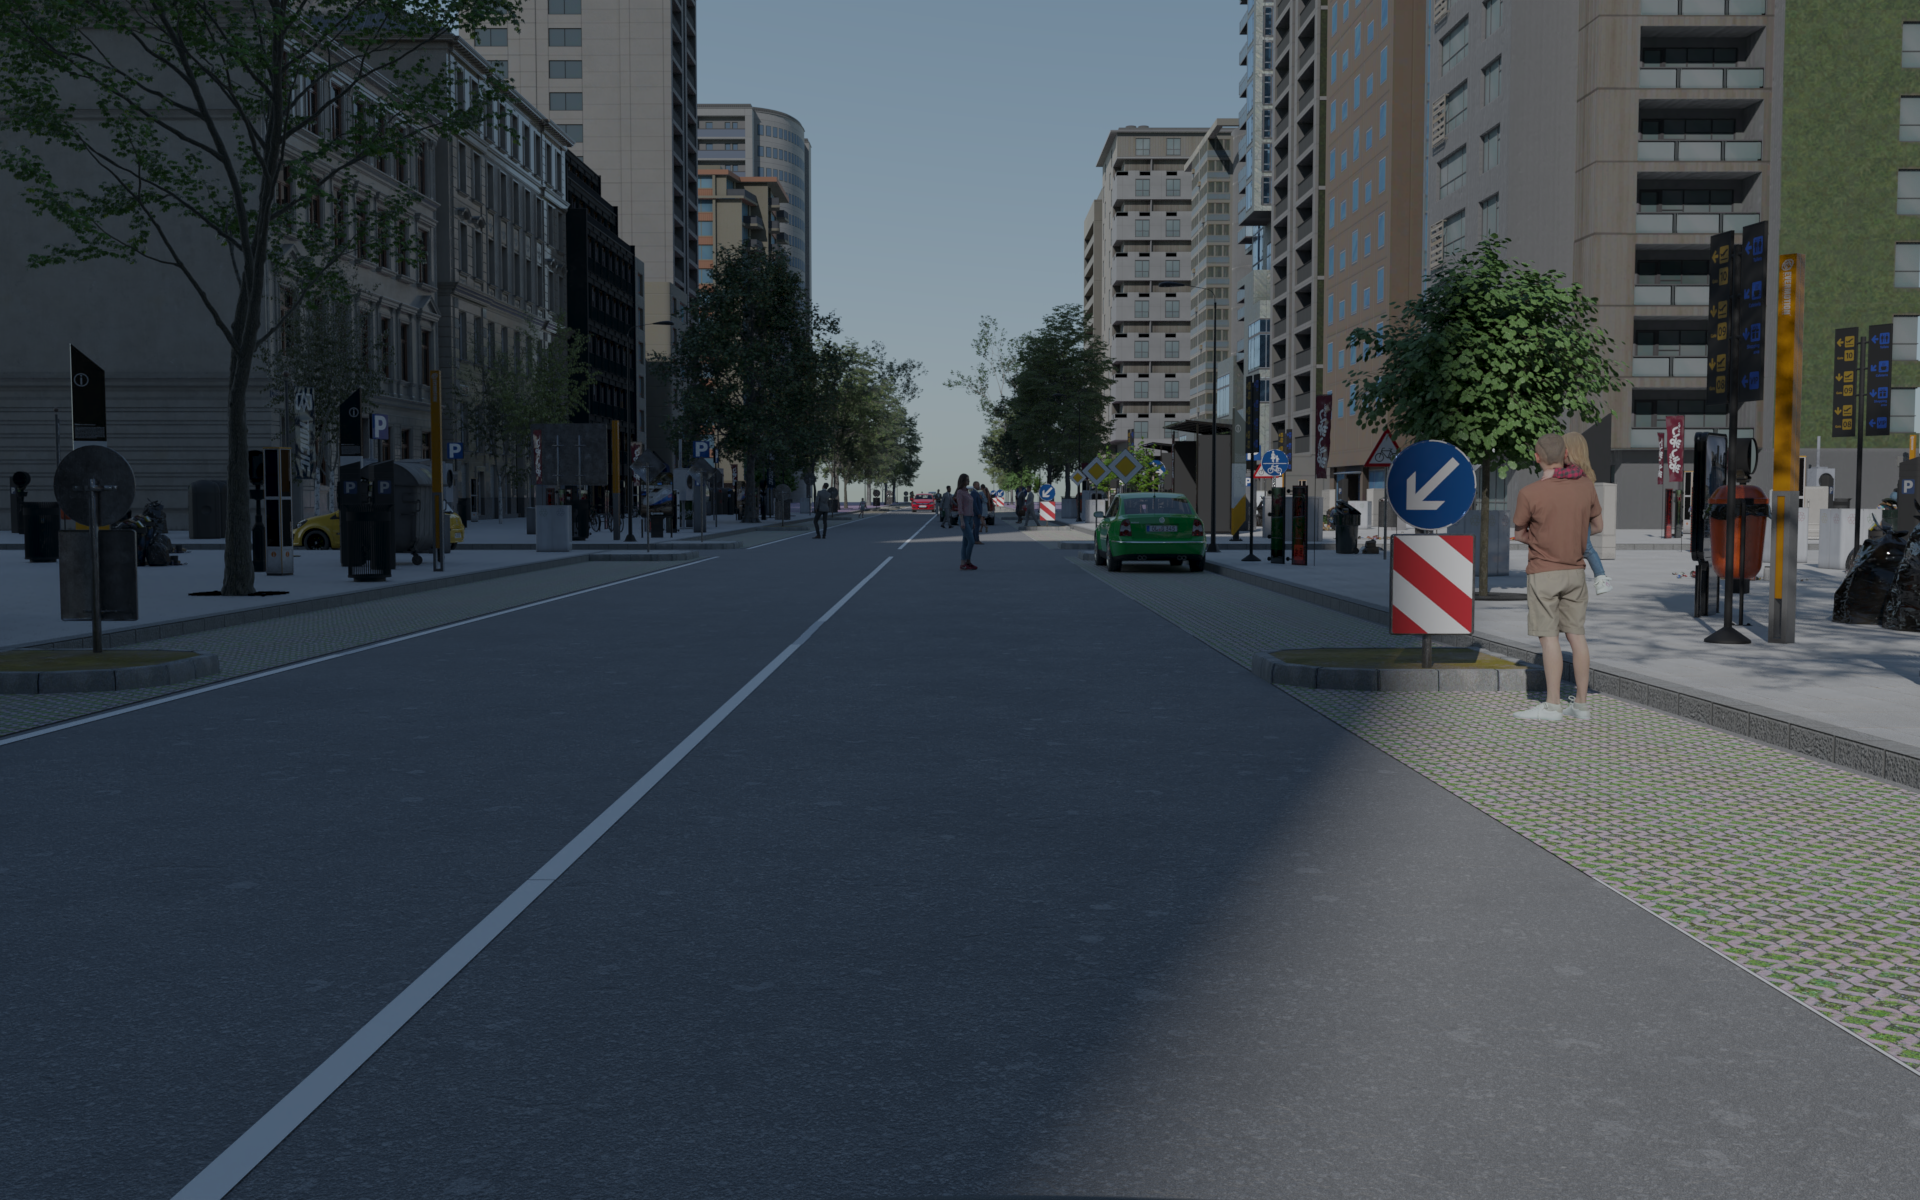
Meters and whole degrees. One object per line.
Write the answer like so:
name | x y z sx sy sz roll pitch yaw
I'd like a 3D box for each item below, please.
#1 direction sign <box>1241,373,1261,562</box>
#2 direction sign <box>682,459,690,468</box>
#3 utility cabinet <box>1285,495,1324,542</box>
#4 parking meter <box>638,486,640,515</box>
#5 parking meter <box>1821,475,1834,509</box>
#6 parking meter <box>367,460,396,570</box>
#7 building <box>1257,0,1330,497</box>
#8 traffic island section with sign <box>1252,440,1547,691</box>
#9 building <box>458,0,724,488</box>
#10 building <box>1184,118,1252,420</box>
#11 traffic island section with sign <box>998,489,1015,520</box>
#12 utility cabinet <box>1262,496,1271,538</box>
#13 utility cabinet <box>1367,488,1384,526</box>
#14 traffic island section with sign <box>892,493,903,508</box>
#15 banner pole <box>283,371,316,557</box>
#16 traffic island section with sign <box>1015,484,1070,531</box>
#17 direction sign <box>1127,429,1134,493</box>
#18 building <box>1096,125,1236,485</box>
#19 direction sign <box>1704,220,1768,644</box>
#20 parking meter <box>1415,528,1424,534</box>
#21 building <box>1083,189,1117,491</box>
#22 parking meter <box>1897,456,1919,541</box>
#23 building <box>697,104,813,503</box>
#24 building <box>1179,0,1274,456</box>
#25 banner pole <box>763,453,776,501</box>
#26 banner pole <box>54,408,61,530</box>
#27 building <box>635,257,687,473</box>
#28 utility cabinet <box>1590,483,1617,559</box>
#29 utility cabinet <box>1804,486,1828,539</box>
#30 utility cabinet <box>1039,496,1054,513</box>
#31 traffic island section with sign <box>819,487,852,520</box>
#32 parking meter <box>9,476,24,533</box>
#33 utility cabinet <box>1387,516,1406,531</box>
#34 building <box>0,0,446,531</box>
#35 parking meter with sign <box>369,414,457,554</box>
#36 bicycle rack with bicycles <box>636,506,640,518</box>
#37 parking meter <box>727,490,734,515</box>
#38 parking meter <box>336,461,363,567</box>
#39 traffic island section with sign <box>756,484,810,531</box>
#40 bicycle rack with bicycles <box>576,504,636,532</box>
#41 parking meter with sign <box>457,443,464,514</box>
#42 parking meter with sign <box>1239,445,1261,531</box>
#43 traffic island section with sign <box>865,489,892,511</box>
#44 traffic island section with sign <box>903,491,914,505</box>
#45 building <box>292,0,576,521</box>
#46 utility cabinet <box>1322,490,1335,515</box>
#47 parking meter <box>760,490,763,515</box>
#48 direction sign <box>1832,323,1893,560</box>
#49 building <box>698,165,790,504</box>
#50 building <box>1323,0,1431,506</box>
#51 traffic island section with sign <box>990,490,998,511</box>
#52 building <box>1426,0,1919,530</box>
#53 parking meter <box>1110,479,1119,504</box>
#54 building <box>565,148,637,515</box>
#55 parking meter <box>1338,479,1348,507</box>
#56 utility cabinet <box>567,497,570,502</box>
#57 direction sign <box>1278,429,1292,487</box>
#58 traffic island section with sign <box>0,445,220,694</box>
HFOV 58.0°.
direction sign | 5.567 -2.508 33.005 0.379 3.537 0.876 0 4 -6
direction sign | -13.644 -5.746 85.949 0.379 3.537 0.876 -3 4 -39
utility cabinet | 9.355 -2.198 47.094 1.020 1.237 0.306 3 5 40
parking meter | -19.260 -6.003 103.862 0.399 1.863 0.255 1 4 17
parking meter | 27.117 -2.965 54.183 0.399 1.863 0.255 -3 5 -39
parking meter | -9.820 -1.449 29.397 0.399 1.863 0.255 -3 4 -38
building | 29.704 -41.058 109.550 20.563 71.187 20.611 0 3 0
traffic island section with sign | 3.339 -0.295 13.444 1.989 1.847 2.006 0 3 0
building | -32.772 -44.078 158.925 20.563 71.187 20.611 0 3 0
building | 35.850 -29.304 170.996 32.217 40.220 23.993 0 3 0
traffic island section with sign | 3.283 -5.343 95.990 1.989 1.847 2.006 0 3 0
utility cabinet | 9.340 -2.411 50.576 1.020 1.237 0.306 3 5 43
utility cabinet | 16.457 -3.657 68.479 0.318 1.500 1.173 3 4 38
traffic island section with sign | -6.996 -10.062 173.148 1.989 1.847 2.006 0 3 0
banner pole | -13.533 -2.778 35.430 0.401 3.779 0.863 3 4 38
traffic island section with sign | 3.303 -3.658 68.436 1.989 1.847 2.006 0 3 0
direction sign | 5.951 -4.184 60.410 0.379 3.537 0.876 0 4 -8
building | 34.466 -40.070 244.390 28.713 52.752 27.495 0 3 0
direction sign | 6.630 -1.398 14.854 0.379 3.537 0.876 0 4 -5
parking meter | 14.625 -3.013 54.975 0.399 1.863 0.255 1 4 23
building | 30.588 -39.479 269.181 21.300 48.544 21.600 0 3 0
parking meter | 14.779 -1.295 26.876 0.255 1.863 0.399 -1 4 -21
building | -34.054 -44.020 261.724 21.231 58.520 28.212 0 3 0
building | 31.210 -50.669 141.101 22.319 86.520 31.000 0 3 0
banner pole | -9.752 -5.993 87.998 0.863 3.779 0.401 1 4 13
banner pole | -26.209 -3.692 50.387 0.401 3.779 0.863 -1 4 -20
building | -37.398 -17.779 135.729 27.650 21.520 28.899 0 3 0
utility cabinet | 12.514 -1.561 34.201 0.318 1.500 1.173 -1 4 -10
utility cabinet | 23.658 -2.438 48.544 1.173 1.500 0.318 2 4 23
utility cabinet | 5.800 -6.415 116.042 1.020 1.237 0.306 -1 4 -18
traffic island section with sign | -6.932 -5.269 94.775 1.989 1.847 2.006 0 3 0
parking meter | -30.903 -3.123 56.780 0.399 1.863 0.255 2 4 26
utility cabinet | 15.386 -3.060 61.190 0.306 1.237 1.020 3 5 44
building | -29.032 -14.281 69.652 11.583 22.565 21.152 0 3 0
parking meter with sign | -11.885 -2.525 37.550 1.738 3.016 0.543 1 4 19
bicycle rack with bicycles | -18.214 -4.926 93.920 2.925 0.926 2.852 0 4 -5
parking meter | -14.063 -5.974 106.083 0.372 1.533 0.369 0 3 0
parking meter | -10.796 -1.523 30.620 0.399 1.863 0.255 -2 4 -25
traffic island section with sign | -6.913 -3.620 67.820 1.989 1.847 2.006 0 3 0
bicycle rack with bicycles | -12.768 -2.762 58.534 2.852 0.926 2.925 -1 4 -23
parking meter with sign | -17.124 -3.770 57.907 0.543 3.016 1.738 0 4 2
parking meter with sign | 10.143 -3.949 60.829 0.543 3.016 1.738 1 4 19
traffic island section with sign | -6.971 -8.414 146.193 1.989 1.847 2.006 0 3 0
traffic island section with sign | -7.021 -13.407 227.835 1.989 1.847 2.006 0 3 0
building | -29.348 -18.066 92.639 12.463 27.353 25.104 0 3 0
utility cabinet | 17.902 -4.621 84.235 0.318 1.500 1.173 0 4 -6
parking meter | -12.064 -5.983 106.232 0.372 1.533 0.369 0 3 0
direction sign | 12.172 -1.923 23.433 0.379 3.537 0.876 -1 4 -23
building | -34.635 -35.377 233.039 22.147 44.769 28.867 0 3 0
building | 26.394 -26.597 84.980 14.600 45.320 14.200 0 3 0
traffic island section with sign | 3.268 -8.386 145.744 1.989 1.847 2.006 0 3 0
building | 26.856 -23.435 66.760 14.086 41.232 14.154 0 3 0
parking meter | 5.823 -3.641 65.245 0.255 1.863 0.399 2 4 25
building | -28.786 -17.340 113.191 12.332 23.373 15.834 0 3 0
parking meter | 14.622 -3.698 66.181 0.255 1.863 0.399 -1 4 -17
utility cabinet | -11.698 -2.457 51.338 0.306 1.237 1.020 -1 4 -14
direction sign | 11.368 -4.198 60.629 0.379 3.537 0.876 -1 4 -21
traffic island section with sign | -6.882 -0.284 13.268 1.989 1.847 2.006 0 3 0
